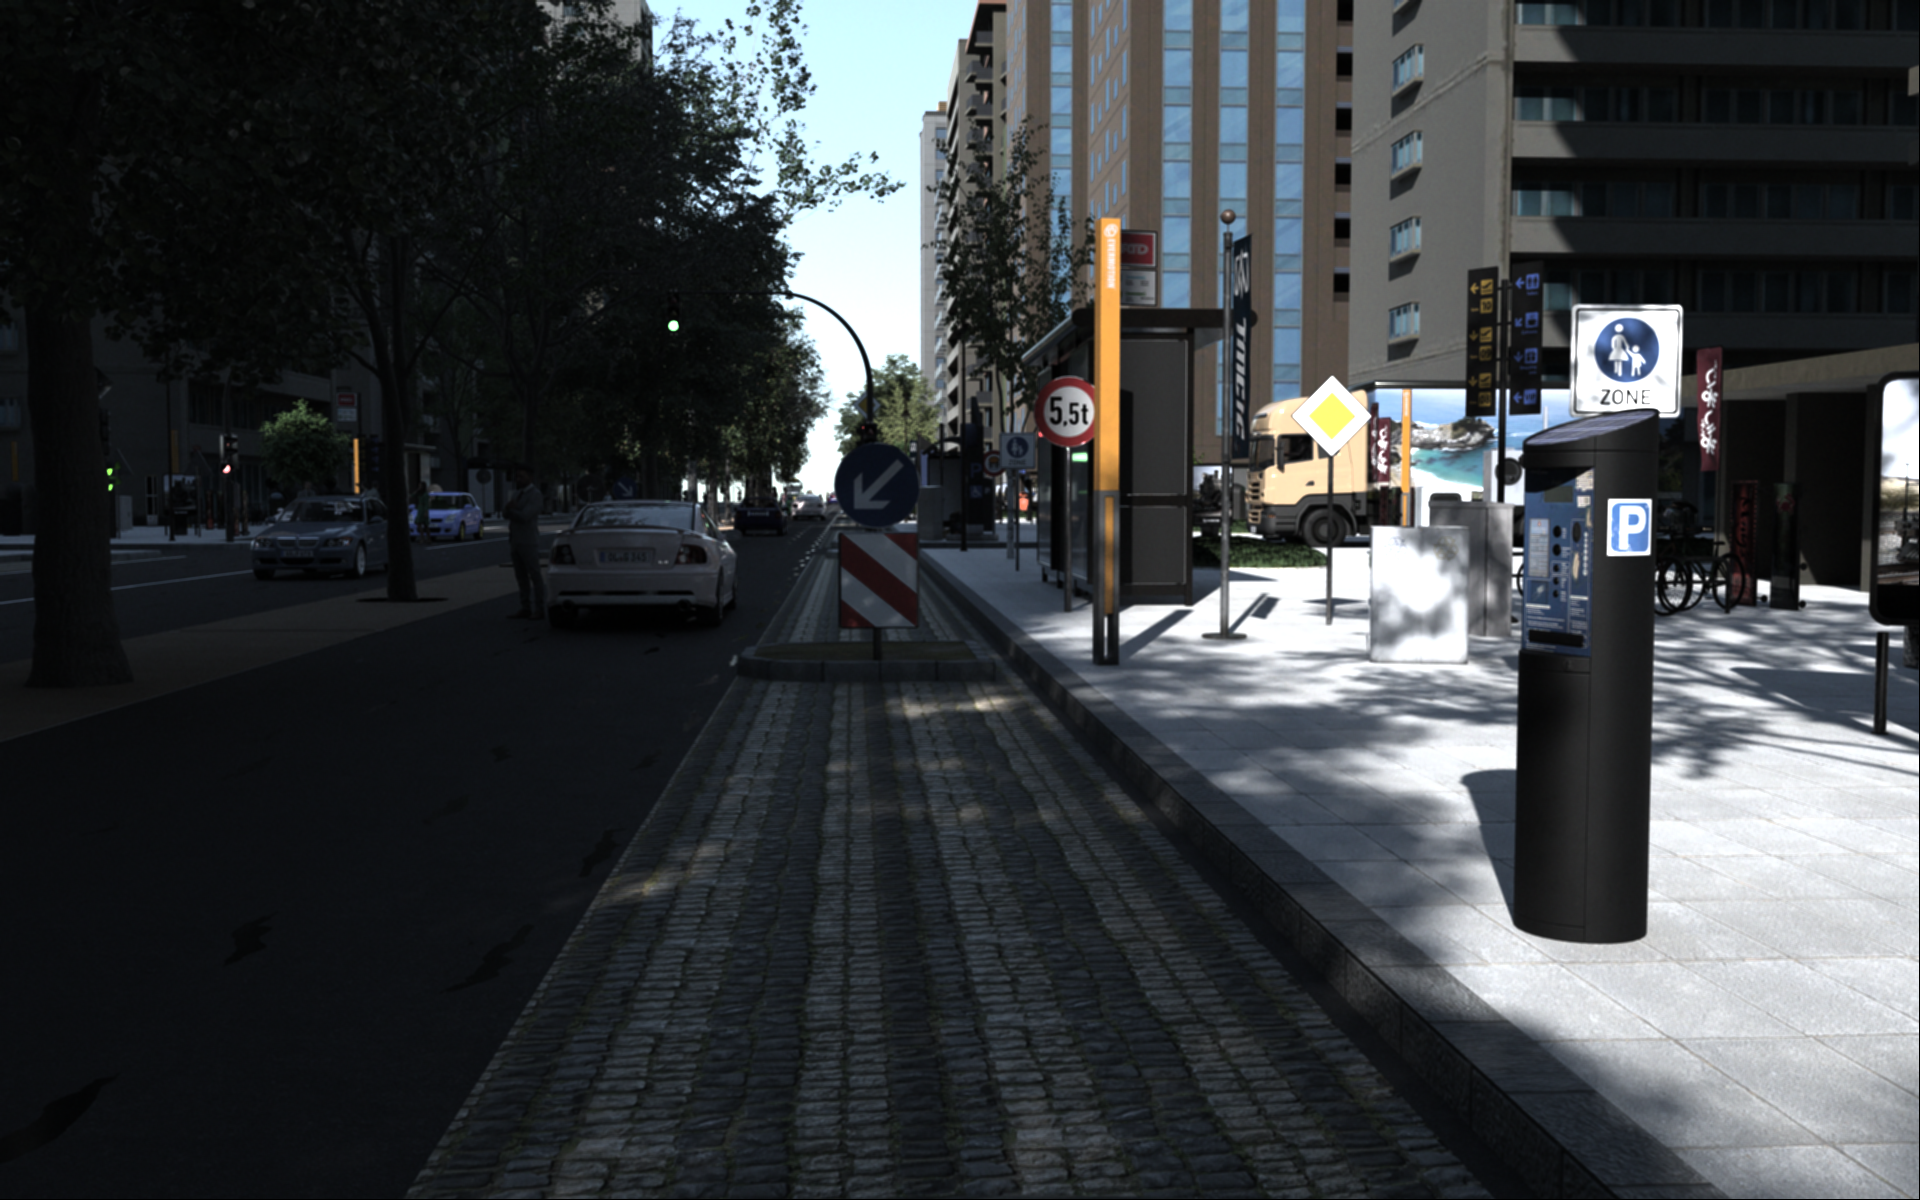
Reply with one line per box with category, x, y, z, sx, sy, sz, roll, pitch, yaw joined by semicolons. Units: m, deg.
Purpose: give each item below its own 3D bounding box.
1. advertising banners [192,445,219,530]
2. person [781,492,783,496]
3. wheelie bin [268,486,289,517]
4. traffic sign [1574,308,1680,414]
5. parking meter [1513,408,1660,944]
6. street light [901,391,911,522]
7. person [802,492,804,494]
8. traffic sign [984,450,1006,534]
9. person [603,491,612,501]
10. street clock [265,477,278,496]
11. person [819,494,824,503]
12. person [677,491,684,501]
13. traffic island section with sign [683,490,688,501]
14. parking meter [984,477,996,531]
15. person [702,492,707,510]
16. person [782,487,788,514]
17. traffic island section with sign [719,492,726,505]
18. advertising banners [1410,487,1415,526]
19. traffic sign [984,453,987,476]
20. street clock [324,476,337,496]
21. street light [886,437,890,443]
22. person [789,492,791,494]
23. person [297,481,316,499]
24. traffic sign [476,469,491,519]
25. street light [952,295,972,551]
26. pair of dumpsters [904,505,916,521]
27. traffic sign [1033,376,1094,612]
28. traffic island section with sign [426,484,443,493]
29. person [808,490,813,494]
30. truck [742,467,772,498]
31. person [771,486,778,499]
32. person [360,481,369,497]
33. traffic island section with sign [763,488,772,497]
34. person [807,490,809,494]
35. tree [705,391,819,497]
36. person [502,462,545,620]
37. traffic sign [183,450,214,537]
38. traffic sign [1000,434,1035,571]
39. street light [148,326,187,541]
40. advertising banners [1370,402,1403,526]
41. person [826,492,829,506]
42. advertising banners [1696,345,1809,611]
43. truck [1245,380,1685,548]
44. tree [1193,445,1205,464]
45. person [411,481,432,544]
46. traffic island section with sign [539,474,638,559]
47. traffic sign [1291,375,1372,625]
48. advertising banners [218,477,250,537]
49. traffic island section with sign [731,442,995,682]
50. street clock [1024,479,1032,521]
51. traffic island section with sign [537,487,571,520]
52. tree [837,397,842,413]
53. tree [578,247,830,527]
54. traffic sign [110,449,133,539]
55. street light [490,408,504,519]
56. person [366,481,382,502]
advertising banners;-27.037;-4.048;62.377;0.090;3.025;2.074;0;4;7
person;-28.421;-16.314;275.951;1.217;1.735;0.721;-3;4;-38
wheelie bin;-26.154;-3.581;66.451;0.693;1.594;0.980;-3;4;-36
traffic sign;3.601;-0.448;9.448;0.606;2.300;0.079;0;4;-3
parking meter;1.830;0.204;5.073;0.372;1.533;0.369;0;3;0
street light;-2.441;-6.442;78.115;0.468;5.910;1.993;0;4;-4
person;-20.792;-13.423;228.692;1.217;1.736;0.721;0;4;6
traffic sign;0.985;-3.066;50.238;0.768;2.556;0.104;0;4;1
person;-21.352;-5.794;105.041;0.589;1.601;0.330;0;4;-3
street clock;-29.582;-4.276;74.489;0.358;2.002;0.471;2;4;35
person;-10.802;-7.469;133.885;0.557;1.426;1.065;-3;4;-39
person;-24.539;-8.733;151.999;0.721;1.736;1.217;-3;5;-40
traffic island section with sign;-27.321;-10.048;172.910;1.989;1.847;2.006;0;4;-4
parking meter;1.005;-3.305;59.744;0.399;1.863;0.255;1;4;23
person;-22.414;-8.663;151.616;0.415;1.643;0.593;-3;4;-36
person;-9.770;-5.368;96.282;0.388;1.821;0.555;-1;4;-19
traffic island section with sign;-30.750;-13.436;228.301;1.989;1.847;2.006;0;4;-4
advertising banners;10.063;-2.618;38.989;0.090;3.025;2.074;-2;4;-32
traffic sign;0.574;-3.204;52.484;0.768;2.556;0.104;0;4;4
street clock;-25.423;-4.001;69.978;0.471;2.002;0.358;-1;4;-9
street light;-5.067;-9.117;121.844;0.468;5.910;1.993;0;4;-4
person;-22.349;-13.323;227.042;1.217;1.736;0.721;-3;5;-42
person;-18.783;-2.523;49.847;0.767;1.812;0.694;3;5;43
traffic sign;-24.148;-5.365;87.828;0.768;2.556;0.104;0;4;-2
street light;0.084;-4.041;38.859;0.468;5.910;1.993;0;4;-4
pair of dumpsters;-2.140;-5.060;85.228;1.574;2.255;4.437;0;4;-3
traffic sign;1.177;-1.143;18.797;0.768;2.556;0.104;0;4;1
traffic island section with sign;-20.861;-3.662;68.506;1.989;1.847;2.006;0;4;-4
person;-12.572;-8.389;145.757;1.348;1.812;0.705;0;4;6
truck;-20.026;-11.199;172.014;2.839;4.237;11.283;0;4;-5
person;-9.338;-4.793;86.873;0.388;1.821;0.555;2;4;26
person;-18.200;-2.733;53.200;0.654;1.822;0.581;-2;4;-27
traffic island section with sign;-13.527;-6.930;121.440;2.006;1.907;1.989;0;4;-4
person;-15.127;-10.053;172.883;1.348;1.822;0.705;3;5;39
tree;-12.884;-10.508;108.670;8.767;10.594;7.601;0;4;-4
person;-5.020;-0.681;19.811;0.511;1.800;0.466;2;4;29
traffic sign;-22.560;-3.138;51.312;0.884;2.594;0.081;0;4;-3
traffic sign;0.959;-1.636;28.876;0.606;2.300;0.079;0;4;6
street light;-21.577;-4.555;47.255;0.468;5.910;1.993;0;4;-4
advertising banners;7.956;-2.217;32.433;0.090;3.025;2.074;0;4;-2
person;-15.847;-12.033;205.957;0.721;1.735;1.217;0;4;-1
advertising banners;9.023;-1.447;19.851;0.090;3.025;2.074;-1;4;-10
truck;12.361;-3.368;43.973;11.283;4.237;2.839;0;4;-3
tree;9.162;-4.500;68.183;1.663;3.219;1.824;0;3;0
person;-15.254;-2.479;49.287;0.600;1.795;0.529;3;5;39
traffic island section with sign;-8.426;-1.891;39.052;2.006;1.907;1.989;0;4;-4
traffic sign;3.609;-0.961;16.892;0.795;2.450;0.064;0;4;-3
advertising banners;-21.953;-3.442;52.465;0.090;3.025;2.074;0;4;-3
traffic island section with sign;-0.783;-0.332;14.049;1.989;1.847;2.006;0;4;-4
street clock;3.291;-4.738;82.030;0.358;2.002;0.471;-3;5;-40
traffic island section with sign;-22.523;-5.308;95.410;1.989;1.847;2.006;0;4;-4
tree;-11.532;-10.567;85.593;12.009;13.543;11.850;0;3;0
tree;-10.645;-9.476;74.403;9.611;12.733;9.660;0;3;0
traffic sign;-24.022;-3.022;49.410;0.884;2.594;0.081;0;4;1
street light;-24.183;-7.208;90.638;0.468;5.910;1.993;0;4;-4
person;-16.687;-2.498;49.435;0.635;1.810;0.391;2;4;32
